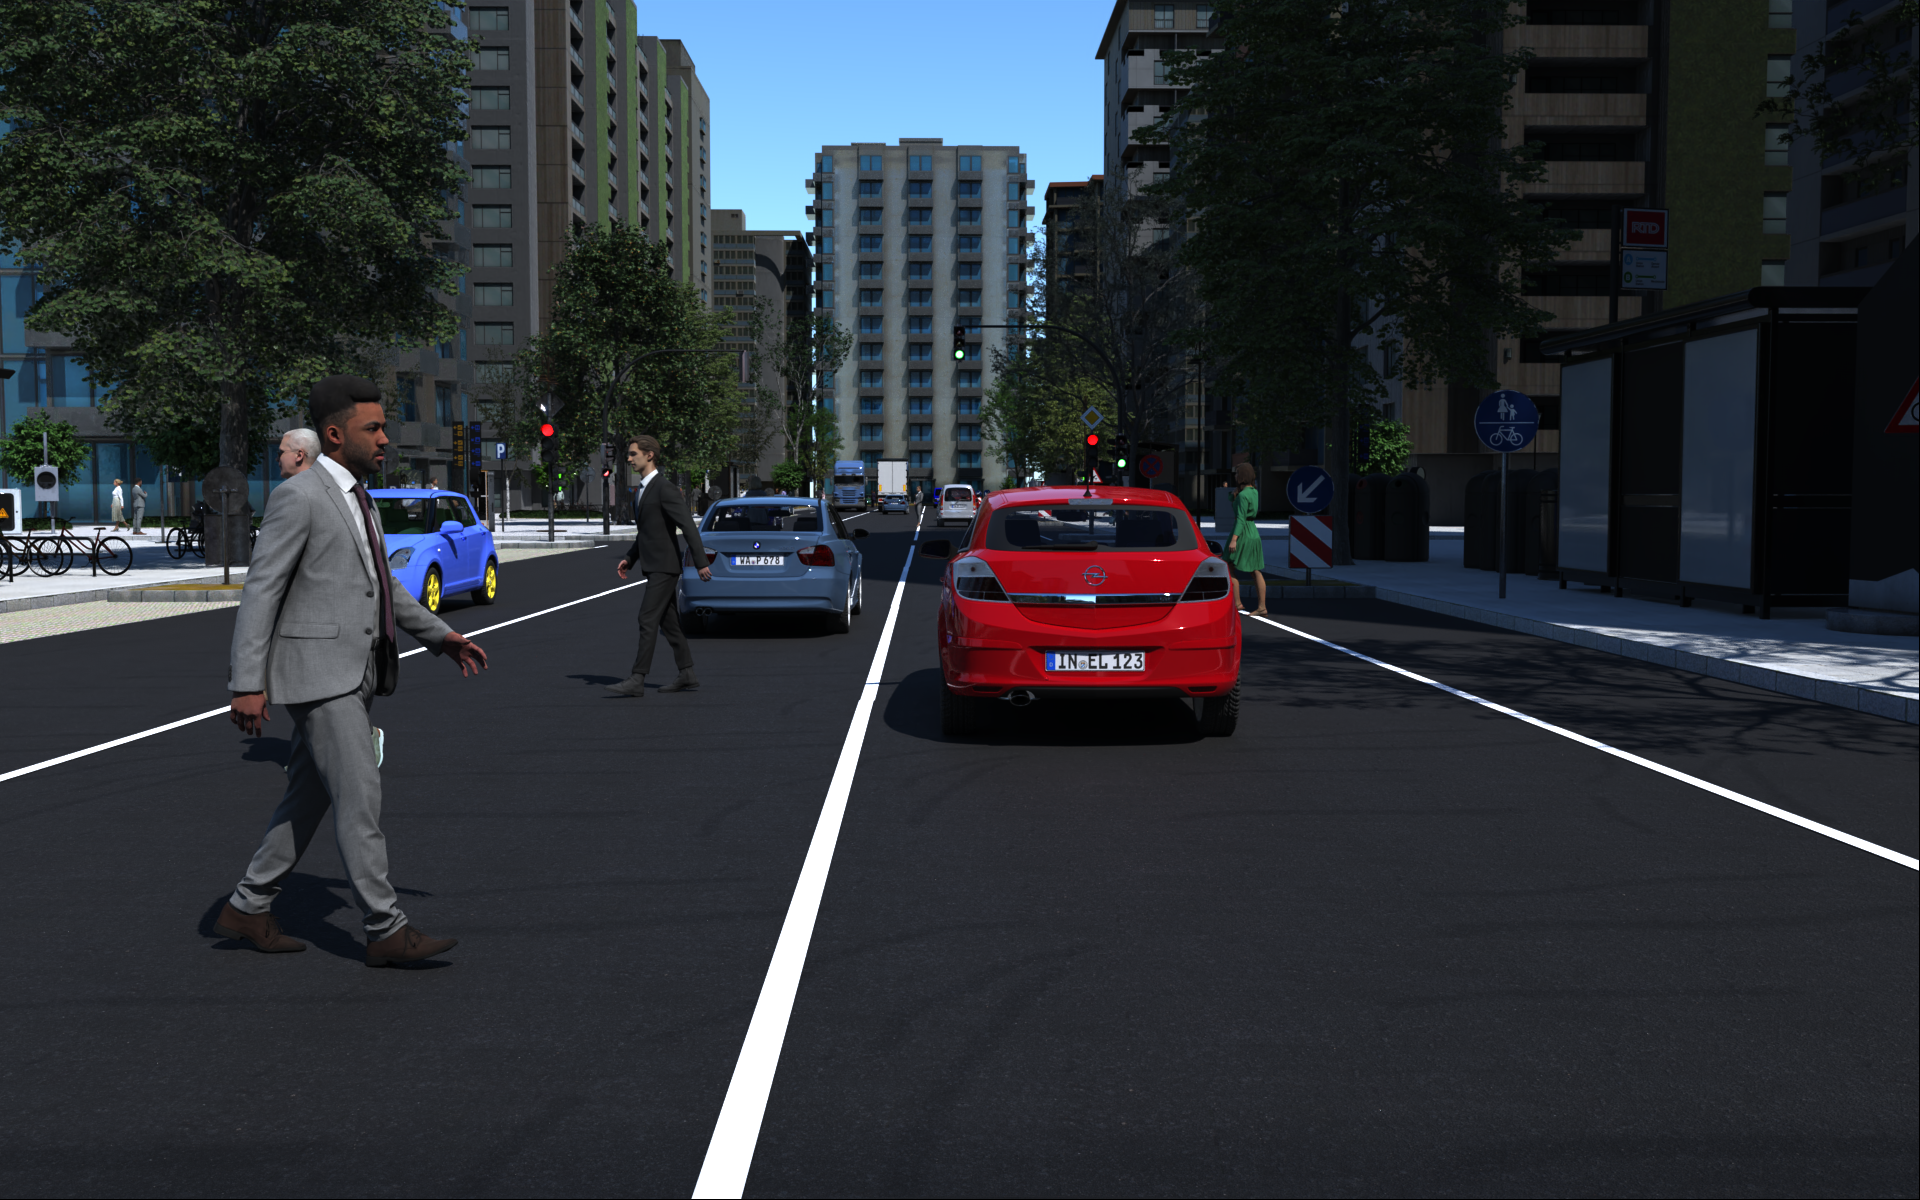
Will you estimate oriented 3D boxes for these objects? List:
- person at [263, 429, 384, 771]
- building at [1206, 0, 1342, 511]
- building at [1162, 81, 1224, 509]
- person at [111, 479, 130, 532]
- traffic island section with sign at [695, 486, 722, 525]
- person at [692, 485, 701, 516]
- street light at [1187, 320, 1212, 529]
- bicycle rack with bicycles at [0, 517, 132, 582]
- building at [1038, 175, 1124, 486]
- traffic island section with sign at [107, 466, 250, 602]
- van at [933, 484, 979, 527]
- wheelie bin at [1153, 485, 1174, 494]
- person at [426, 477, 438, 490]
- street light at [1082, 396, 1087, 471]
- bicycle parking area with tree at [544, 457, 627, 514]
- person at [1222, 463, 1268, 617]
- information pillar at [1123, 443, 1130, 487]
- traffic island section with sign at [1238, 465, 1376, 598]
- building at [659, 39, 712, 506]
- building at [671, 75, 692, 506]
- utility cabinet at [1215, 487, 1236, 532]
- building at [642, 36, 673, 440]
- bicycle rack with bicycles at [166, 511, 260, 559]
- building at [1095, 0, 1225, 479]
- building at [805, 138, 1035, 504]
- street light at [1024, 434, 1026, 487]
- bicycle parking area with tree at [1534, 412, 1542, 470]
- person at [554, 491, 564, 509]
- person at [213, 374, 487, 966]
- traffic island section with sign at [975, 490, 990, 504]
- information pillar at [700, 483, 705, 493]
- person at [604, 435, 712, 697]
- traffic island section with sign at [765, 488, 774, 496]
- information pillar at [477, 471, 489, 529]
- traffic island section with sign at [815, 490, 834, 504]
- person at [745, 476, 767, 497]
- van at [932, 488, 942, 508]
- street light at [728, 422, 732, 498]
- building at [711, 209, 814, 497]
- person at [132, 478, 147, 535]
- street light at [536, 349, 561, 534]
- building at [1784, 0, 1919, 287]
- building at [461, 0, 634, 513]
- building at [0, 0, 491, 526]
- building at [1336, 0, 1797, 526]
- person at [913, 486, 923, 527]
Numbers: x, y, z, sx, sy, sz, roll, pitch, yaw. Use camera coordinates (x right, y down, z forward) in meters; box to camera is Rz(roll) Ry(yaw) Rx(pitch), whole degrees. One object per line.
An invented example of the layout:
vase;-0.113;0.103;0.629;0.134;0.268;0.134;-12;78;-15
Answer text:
person;-3.347;0.000;8.985;0.515;1.767;0.782;-3;4;-37
building;28.171;-28.145;114.793;22.147;44.769;28.867;0;4;-1
building;31.840;-28.372;155.768;32.217;40.220;23.993;0;4;-1
person;-28.799;-3.248;59.378;0.641;1.798;0.478;-1;4;-23
traffic island section with sign;-11.300;-4.364;79.985;1.989;1.847;2.006;0;4;-1
person;-15.779;-5.964;103.364;0.655;1.846;0.447;-1;4;-22
street light;6.382;-4.491;46.220;0.468;5.910;1.993;0;4;-1
bicycle rack with bicycles;-14.615;-0.794;26.361;2.925;0.926;2.852;1;4;13
building;24.323;-35.498;235.015;28.867;44.769;22.147;0;4;-1
traffic island section with sign;-10.265;-0.926;23.765;1.989;1.847;2.006;0;4;-1
van;-0.161;-4.224;76.073;2.013;2.044;4.112;0;4;-2
wheelie bin;6.726;-3.038;57.574;0.980;1.594;0.693;1;4;22
person;-16.768;-2.981;54.878;0.850;1.850;0.679;2;4;25
street light;5.752;-6.547;79.824;0.468;5.910;1.993;0;4;-1
bicycle parking area with tree;-21.267;-7.294;106.266;9.016;4.147;8.231;1;4;17
person;3.331;-0.701;20.201;0.529;1.795;0.600;1;4;17
information pillar;7.590;-5.414;79.876;0.504;3.616;0.183;-1;4;-15
traffic island section with sign;4.739;-0.989;24.793;1.989;1.847;2.006;0;4;-1
building;-38.081;-34.185;182.629;21.600;48.544;21.300;0;4;-1
building;-33.550;-29.391;164.140;14.154;41.232;14.086;0;4;-1
utility cabinet;9.176;-3.029;58.196;1.173;1.500;0.318;0;4;3
building;-33.323;-28.529;150.042;14.154;41.232;14.086;0;4;-1
bicycle rack with bicycles;-14.593;-1.312;34.835;2.852;0.926;2.925;2;4;32
building;29.647;-36.196;181.045;28.713;52.752;27.495;0;4;-1
building;-5.357;-37.679;235.655;30.456;49.044;23.786;0;4;-1
street light;4.872;-9.589;129.566;0.468;5.910;1.993;0;4;-1
bicycle parking area with tree;22.622;-4.465;60.008;8.231;4.147;9.016;1;4;23
person;-25.695;-6.372;110.715;0.782;1.767;0.515;-2;4;-25
person;-1.925;0.212;5.314;0.850;1.792;0.678;0;4;6
traffic island section with sign;1.840;-10.725;183.980;1.989;1.847;2.006;0;4;-1
information pillar;-17.322;-6.870;116.816;0.304;2.012;0.304;-1;4;-21
person;-2.212;-0.249;12.351;0.755;1.850;0.659;-2;4;-28
traffic island section with sign;-11.797;-6.043;107.435;1.989;1.847;2.006;0;4;-1
information pillar;-15.010;-3.059;54.505;0.304;2.012;0.304;0;4;-4
traffic island section with sign;-12.682;-9.034;156.335;1.989;1.847;2.006;0;4;-1
person;-4.339;-1.687;36.257;0.709;1.800;0.728;-1;4;-13
van;-1.717;-10.471;175.586;2.240;2.365;5.245;0;4;0
street light;-14.042;-8.127;105.670;0.468;5.910;1.993;0;4;-1
building;-32.643;-33.468;239.089;23.993;40.220;32.217;0;4;-1
person;-25.914;-2.970;54.785;0.511;1.800;0.466;2;4;31
street light;-13.118;-5.049;55.336;0.468;5.910;1.993;0;4;-1
building;53.252;-32.581;74.706;28.212;58.520;21.231;0;4;-1
building;-33.298;-27.659;135.823;14.154;41.232;14.086;0;4;-1
building;-36.632;-28.285;82.063;23.786;49.044;30.456;0;4;-1
building;24.102;-18.332;71.428;14.107;30.474;14.160;0;4;-1
person;-1.867;-4.065;75.240;0.520;1.790;0.573;3;5;41
